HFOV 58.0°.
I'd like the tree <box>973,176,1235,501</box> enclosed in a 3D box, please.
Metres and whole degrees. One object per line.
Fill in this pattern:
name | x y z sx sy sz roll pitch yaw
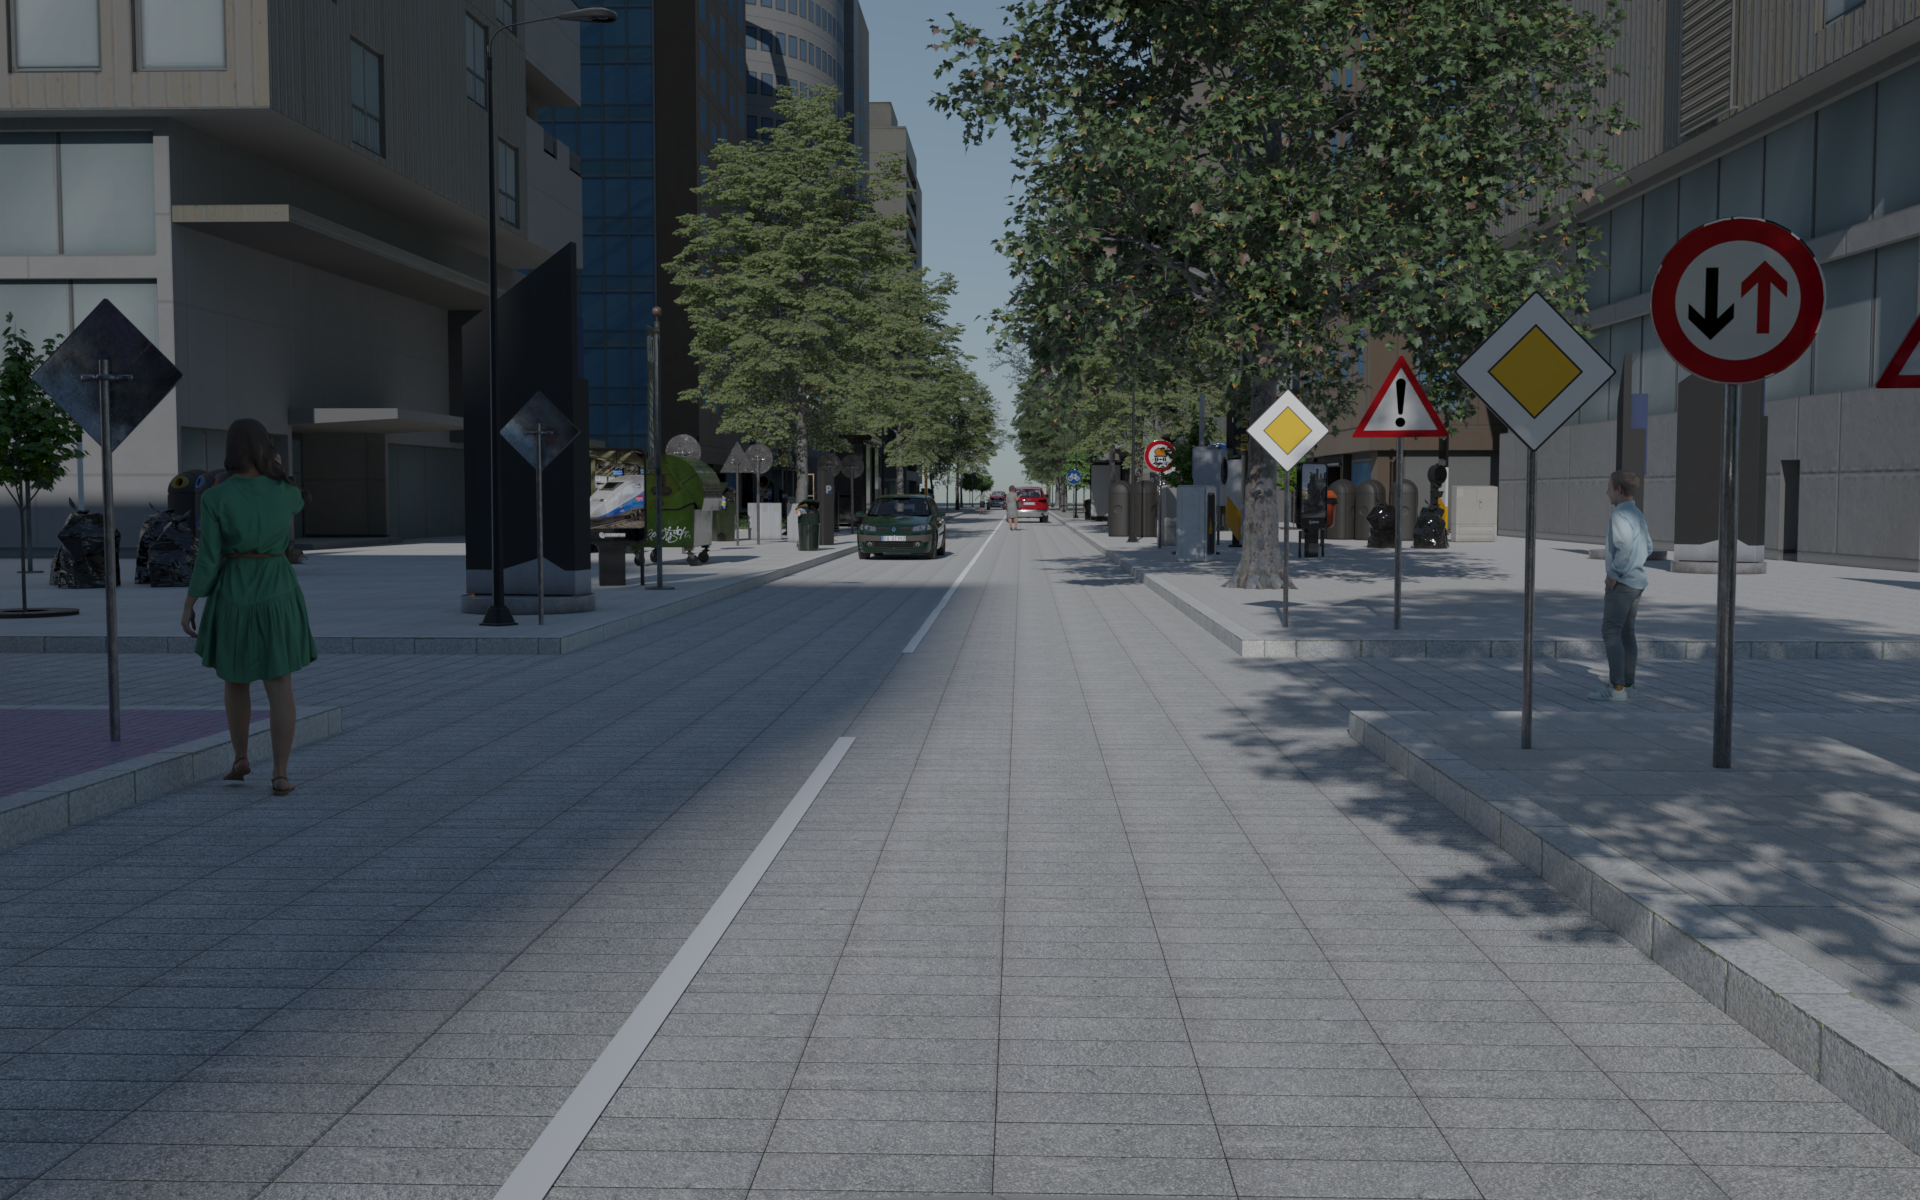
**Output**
tree | 5.772 -8.297 53.787 7.486 12.596 7.792 0 3 0

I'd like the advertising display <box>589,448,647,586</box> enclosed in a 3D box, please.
advertising display | -4.862 -1.159 24.160 0.974 1.923 0.123 -1 4 -19

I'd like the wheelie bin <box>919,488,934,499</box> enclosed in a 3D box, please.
wheelie bin | -1.787 -5.096 91.222 0.980 1.594 0.693 3 4 37

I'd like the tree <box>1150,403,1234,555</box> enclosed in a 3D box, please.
tree | 5.027 -2.592 36.980 1.663 3.219 1.824 0 3 0

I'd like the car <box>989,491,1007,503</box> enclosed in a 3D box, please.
car | 4.661 -12.206 208.240 2.281 1.827 5.304 0 4 1

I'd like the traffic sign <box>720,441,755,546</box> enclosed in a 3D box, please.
traffic sign | -5.499 -2.616 42.781 0.884 2.594 0.081 1 4 9

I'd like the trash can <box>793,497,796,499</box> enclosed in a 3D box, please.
trash can | -8.595 -4.752 89.351 0.748 1.137 0.748 0 3 0

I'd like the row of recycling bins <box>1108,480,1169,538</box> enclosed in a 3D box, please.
row of recycling bins | 5.883 -2.700 51.255 3.534 1.692 1.069 3 5 40

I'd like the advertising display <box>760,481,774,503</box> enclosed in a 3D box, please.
advertising display | -9.646 -4.966 86.414 0.974 1.923 0.123 3 5 41

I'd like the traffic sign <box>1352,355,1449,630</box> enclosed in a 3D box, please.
traffic sign | 4.140 -0.999 16.330 0.884 2.594 0.081 1 4 10

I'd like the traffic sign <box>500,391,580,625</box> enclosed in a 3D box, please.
traffic sign | -4.104 -0.812 16.920 0.795 2.450 0.064 0 4 2

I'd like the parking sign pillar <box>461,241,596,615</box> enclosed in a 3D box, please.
parking sign pillar | -4.735 -1.862 18.916 1.447 3.967 1.447 1 4 13

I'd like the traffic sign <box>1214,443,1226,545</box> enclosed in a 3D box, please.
traffic sign | 6.495 -2.654 43.492 0.768 2.556 0.104 0 4 8

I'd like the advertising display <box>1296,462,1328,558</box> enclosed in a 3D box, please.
advertising display | 7.143 -1.832 35.163 0.123 1.923 0.974 3 5 44

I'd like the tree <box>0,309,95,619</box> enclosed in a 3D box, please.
tree | -9.968 -1.451 18.323 1.663 3.219 1.824 0 3 0

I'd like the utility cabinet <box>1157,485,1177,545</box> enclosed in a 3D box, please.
utility cabinet | 5.382 -2.113 43.233 0.318 1.500 1.173 3 5 43

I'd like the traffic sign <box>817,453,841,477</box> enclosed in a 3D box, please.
traffic sign | -4.070 -3.286 53.826 0.768 2.556 0.104 0 4 5

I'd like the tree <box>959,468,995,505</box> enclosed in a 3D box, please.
tree | 1.259 -13.997 212.565 4.285 4.588 4.351 0 3 0

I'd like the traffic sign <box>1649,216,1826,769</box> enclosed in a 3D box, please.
traffic sign | 3.577 -0.486 8.053 0.768 2.556 0.104 1 4 9

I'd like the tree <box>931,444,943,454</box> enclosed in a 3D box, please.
tree | 0.094 -15.715 167.313 12.009 13.543 11.850 0 3 0

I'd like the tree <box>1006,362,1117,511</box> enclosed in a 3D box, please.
tree | 7.862 -13.769 131.777 9.857 13.997 8.962 0 3 0

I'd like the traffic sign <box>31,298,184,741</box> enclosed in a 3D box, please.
traffic sign | -4.389 -0.324 8.940 0.795 2.450 0.064 0 4 2

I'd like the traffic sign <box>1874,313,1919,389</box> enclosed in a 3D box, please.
traffic sign | 5.060 -0.536 8.761 0.884 2.594 0.081 0 4 6

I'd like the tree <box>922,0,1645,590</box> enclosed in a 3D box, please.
tree | 4.163 -6.497 23.236 9.611 12.733 9.660 0 3 0

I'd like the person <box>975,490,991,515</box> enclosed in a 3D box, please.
person | 1.567 -6.736 119.418 1.217 1.735 0.721 1 4 22

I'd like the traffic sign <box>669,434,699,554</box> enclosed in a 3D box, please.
traffic sign | -5.893 -2.249 36.870 0.768 2.556 0.104 0 4 3

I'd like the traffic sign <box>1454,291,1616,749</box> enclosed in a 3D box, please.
traffic sign | 2.850 -0.307 8.662 0.795 2.450 0.064 0 4 2

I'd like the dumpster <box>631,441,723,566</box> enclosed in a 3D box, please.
dumpster | -5.223 -1.772 31.471 1.502 2.255 1.985 0 4 2

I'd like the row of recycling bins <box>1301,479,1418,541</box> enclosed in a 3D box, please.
row of recycling bins | 11.130 -2.524 48.387 3.534 1.692 1.069 3 5 41

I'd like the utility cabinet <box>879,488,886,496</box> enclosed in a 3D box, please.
utility cabinet | -3.220 -3.627 67.978 0.318 1.500 1.173 -1 4 -22

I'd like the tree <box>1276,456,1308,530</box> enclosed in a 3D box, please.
tree | 12.059 -4.164 62.686 1.663 3.219 1.824 0 3 0

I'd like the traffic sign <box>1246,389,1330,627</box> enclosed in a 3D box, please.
traffic sign | 3.135 -0.795 16.642 0.795 2.450 0.064 0 4 2

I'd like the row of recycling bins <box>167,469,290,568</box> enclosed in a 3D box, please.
row of recycling bins | -11.800 -1.275 27.960 1.069 1.692 3.534 -3 5 -42

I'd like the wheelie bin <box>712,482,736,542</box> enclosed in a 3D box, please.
wheelie bin | -6.432 -2.391 47.009 0.693 1.594 0.980 -2 4 -29

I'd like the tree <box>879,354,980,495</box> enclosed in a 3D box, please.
tree | -2.078 -11.059 115.220 7.601 10.594 8.767 1 4 16

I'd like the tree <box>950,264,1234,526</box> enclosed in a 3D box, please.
tree | 6.103 -9.679 68.628 12.009 13.543 11.850 0 3 0

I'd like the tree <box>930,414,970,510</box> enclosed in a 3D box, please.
tree | -1.188 -11.314 135.339 4.360 8.622 3.978 0 3 0

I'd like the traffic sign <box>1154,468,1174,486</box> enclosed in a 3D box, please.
traffic sign | 5.683 -2.943 48.224 0.768 2.556 0.104 1 4 11

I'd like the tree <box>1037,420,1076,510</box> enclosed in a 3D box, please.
tree | 9.177 -12.672 157.543 4.737 8.622 4.395 0 3 0

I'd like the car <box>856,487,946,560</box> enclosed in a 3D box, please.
car | -1.287 -1.796 39.154 2.009 1.686 4.222 0 4 4

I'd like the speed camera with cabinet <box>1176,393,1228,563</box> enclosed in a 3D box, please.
speed camera with cabinet | 4.670 -2.380 33.253 0.660 3.252 2.038 1 4 20

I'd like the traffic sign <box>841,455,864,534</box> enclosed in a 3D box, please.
traffic sign | -3.478 -3.411 55.874 0.768 2.556 0.104 0 4 5

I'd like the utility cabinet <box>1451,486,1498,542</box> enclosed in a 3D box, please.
utility cabinet | 13.717 -2.294 46.180 1.173 1.500 0.318 -1 4 -11

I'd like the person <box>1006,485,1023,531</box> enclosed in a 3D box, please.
person | 2.175 -3.604 67.777 0.716 1.782 0.532 2 4 35

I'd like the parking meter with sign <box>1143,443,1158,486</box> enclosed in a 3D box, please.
parking meter with sign | 6.987 -3.903 60.073 1.738 3.016 0.543 -1 4 -20

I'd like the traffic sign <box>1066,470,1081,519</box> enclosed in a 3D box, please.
traffic sign | 5.944 -5.527 90.467 0.768 2.556 0.104 1 4 9

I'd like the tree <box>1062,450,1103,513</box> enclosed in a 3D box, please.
tree | 8.287 -8.096 116.079 4.285 4.588 4.351 0 3 0

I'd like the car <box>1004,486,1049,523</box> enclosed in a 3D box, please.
car | 3.375 -4.809 87.292 2.281 1.827 5.304 0 3 0

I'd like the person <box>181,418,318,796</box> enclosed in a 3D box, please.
person | -3.407 0.025 8.346 0.600 1.795 0.529 -3 4 -38

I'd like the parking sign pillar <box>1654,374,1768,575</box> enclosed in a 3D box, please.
parking sign pillar | 12.385 -2.428 28.175 1.447 3.967 1.447 3 5 42

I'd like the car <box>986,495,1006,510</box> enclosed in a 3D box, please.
car | 3.316 -8.890 157.939 1.945 1.354 3.894 0 4 3

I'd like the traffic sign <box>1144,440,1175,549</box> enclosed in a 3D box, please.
traffic sign | 4.702 -2.483 40.699 0.768 2.556 0.104 0 4 3

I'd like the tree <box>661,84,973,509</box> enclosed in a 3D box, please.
tree | -4.440 -7.950 48.114 7.486 12.596 7.792 0 3 0

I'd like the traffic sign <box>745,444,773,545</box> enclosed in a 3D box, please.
traffic sign | -5.103 -2.671 43.783 0.768 2.556 0.104 1 4 10

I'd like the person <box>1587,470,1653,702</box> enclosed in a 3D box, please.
person | 4.651 -0.113 12.158 0.589 1.601 0.330 -3 5 -44
